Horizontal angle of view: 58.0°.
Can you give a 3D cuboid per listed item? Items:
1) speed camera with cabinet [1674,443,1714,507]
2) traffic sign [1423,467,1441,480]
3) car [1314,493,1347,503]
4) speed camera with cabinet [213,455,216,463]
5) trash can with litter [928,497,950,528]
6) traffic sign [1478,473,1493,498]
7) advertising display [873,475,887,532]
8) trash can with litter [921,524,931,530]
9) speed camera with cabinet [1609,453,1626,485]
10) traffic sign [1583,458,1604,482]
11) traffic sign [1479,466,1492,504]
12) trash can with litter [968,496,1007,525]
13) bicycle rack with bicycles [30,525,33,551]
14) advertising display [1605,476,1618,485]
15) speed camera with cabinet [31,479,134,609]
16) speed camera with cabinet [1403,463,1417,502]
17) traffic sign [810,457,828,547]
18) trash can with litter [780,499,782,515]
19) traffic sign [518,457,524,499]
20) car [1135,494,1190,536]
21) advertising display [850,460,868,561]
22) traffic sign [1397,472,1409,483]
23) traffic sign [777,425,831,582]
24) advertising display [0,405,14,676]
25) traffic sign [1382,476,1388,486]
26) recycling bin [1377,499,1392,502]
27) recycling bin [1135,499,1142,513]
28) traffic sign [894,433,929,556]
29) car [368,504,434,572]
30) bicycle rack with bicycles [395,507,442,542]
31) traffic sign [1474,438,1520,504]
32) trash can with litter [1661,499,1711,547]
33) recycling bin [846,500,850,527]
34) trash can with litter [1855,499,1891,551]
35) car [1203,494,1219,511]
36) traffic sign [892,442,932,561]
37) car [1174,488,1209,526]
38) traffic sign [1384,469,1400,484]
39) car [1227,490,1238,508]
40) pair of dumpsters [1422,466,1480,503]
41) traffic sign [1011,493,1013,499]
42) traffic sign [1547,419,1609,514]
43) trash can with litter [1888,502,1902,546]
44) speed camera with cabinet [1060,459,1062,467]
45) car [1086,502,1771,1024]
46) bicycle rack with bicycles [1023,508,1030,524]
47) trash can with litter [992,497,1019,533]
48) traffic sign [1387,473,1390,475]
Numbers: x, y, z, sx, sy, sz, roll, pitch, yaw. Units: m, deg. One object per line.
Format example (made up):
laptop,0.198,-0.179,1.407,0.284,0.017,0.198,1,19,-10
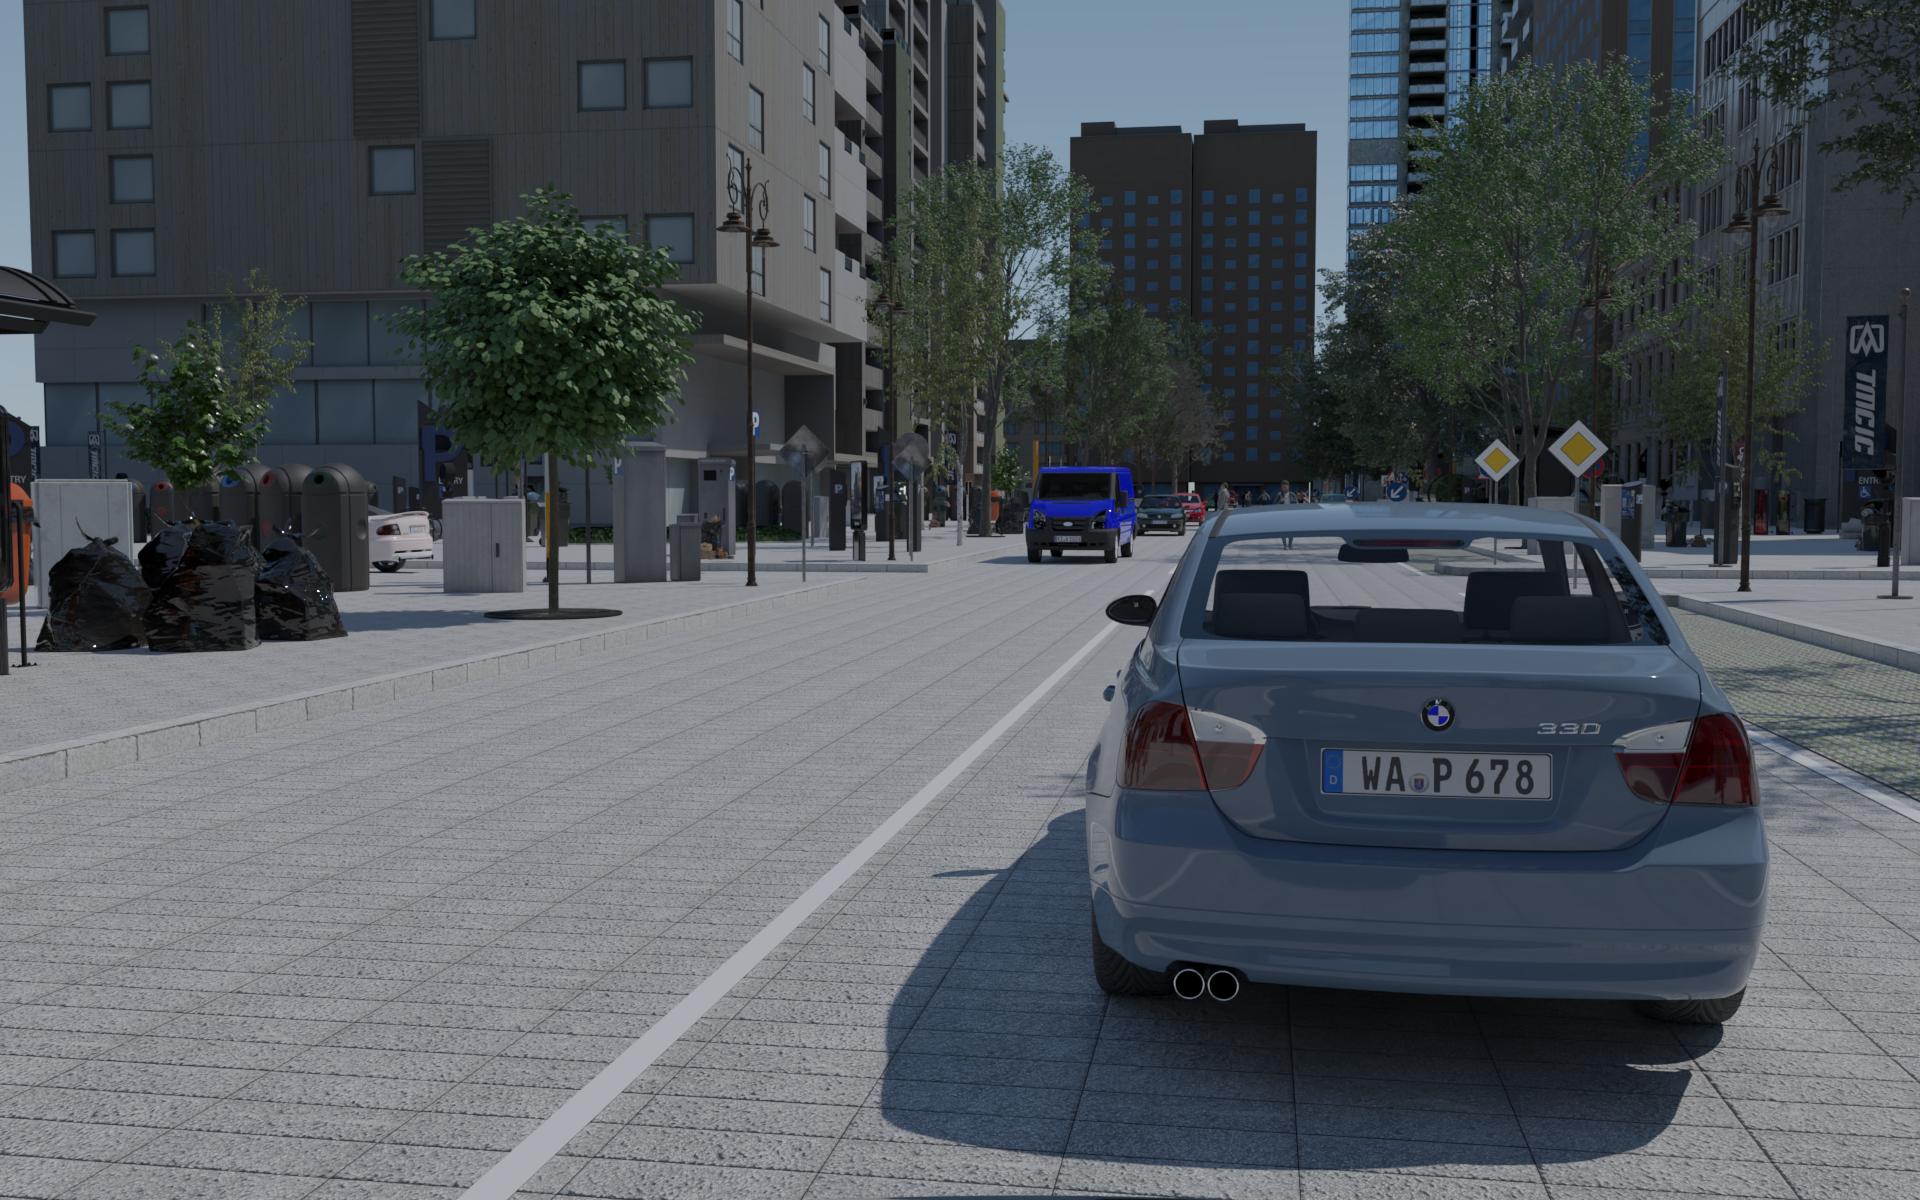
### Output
speed camera with cabinet,28.365,-4.386,66.044,2.038,3.252,0.660,0,4,-2
traffic sign,21.155,-4.744,77.674,0.768,2.556,0.104,1,4,14
car,20.326,-5.235,94.388,1.959,1.807,4.718,1,4,10
speed camera with cabinet,-24.070,-3.879,57.759,2.038,3.252,0.660,0,4,-1
trash can with litter,-0.816,-3.361,66.341,0.624,1.170,1.055,1,4,17
traffic sign,19.954,-4.010,65.567,0.884,2.594,0.081,1,4,13
advertising display,-2.711,-3.272,58.708,0.123,1.923,0.974,-2,4,-25
trash can with litter,-1.495,-3.125,62.156,1.678,1.210,2.233,0,4,2
speed camera with cabinet,30.603,-5.371,82.150,2.038,3.252,0.660,-2,4,-24
traffic sign,19.868,-3.333,54.598,0.768,2.556,0.104,1,4,13
traffic sign,16.949,-3.377,55.316,0.768,2.556,0.104,1,4,18
trash can with litter,1.410,-3.662,70.934,2.233,1.210,1.678,2,4,30
bicycle rack with bicycles,-21.046,-1.560,38.888,2.852,0.926,2.925,0,4,-4
advertising display,23.376,-3.485,62.192,0.123,1.923,0.974,3,5,40
speed camera with cabinet,-10.416,-1.530,19.351,2.038,3.252,0.660,-2,4,-32
speed camera with cabinet,26.408,-6.586,102.012,2.038,3.252,0.660,-3,5,-40
traffic sign,-3.606,-2.576,42.217,0.768,2.556,0.104,1,4,14
trash can with litter,-6.229,-2.746,56.283,0.624,1.170,1.055,3,5,41
traffic sign,-6.487,-1.557,25.570,0.768,2.556,0.104,1,4,15
car,7.023,-3.103,60.513,2.009,1.686,4.222,1,4,8
advertising display,-1.949,-1.723,33.382,0.123,1.923,0.974,-1,4,-16
traffic sign,24.954,-5.980,97.877,0.768,2.556,0.104,1,4,17
traffic sign,-2.271,-1.318,25.194,0.795,2.450,0.064,1,4,10
advertising display,-7.195,-0.425,12.169,0.974,1.923,0.123,0,4,-8
traffic sign,23.388,-5.675,94.923,0.606,2.300,0.079,1,4,14
recycling bin,20.690,-4.370,84.000,0.722,1.027,0.722,2,4,33
recycling bin,10.008,-5.197,97.525,0.722,1.027,0.722,0,4,8
traffic sign,-1.020,-2.191,35.922,0.768,2.556,0.104,1,4,11
car,-12.016,-1.168,31.467,4.827,1.381,2.083,1,4,11
bicycle rack with bicycles,-15.153,-2.015,46.325,2.852,0.926,2.925,3,5,40
traffic sign,9.666,-1.688,31.235,0.795,2.450,0.064,1,4,10
trash can with litter,17.560,-1.866,41.890,1.055,1.170,0.624,0,4,5
recycling bin,-4.419,-3.436,68.733,0.722,1.027,0.722,0,4,7
trash can with litter,20.464,-1.691,39.037,0.624,1.170,1.055,0,4,7
car,21.649,-8.440,146.795,1.959,1.807,4.718,1,4,11
traffic sign,-0.921,-1.800,33.065,0.795,2.450,0.064,1,4,10
car,10.159,-4.239,78.344,2.155,1.783,4.494,1,4,9
traffic sign,22.862,-5.604,91.623,0.884,2.594,0.081,1,4,13
car,27.689,-10.448,179.498,2.281,1.827,5.304,1,4,12
pair of dumpsters,17.367,-3.594,61.258,1.574,2.255,4.437,1,4,10
traffic sign,2.516,-5.117,83.767,0.768,2.556,0.104,1,4,10
traffic sign,8.316,-1.206,23.364,0.795,2.450,0.064,1,4,10
trash can with litter,22.387,-1.799,40.795,1.055,1.170,0.624,-3,5,-43
speed camera with cabinet,5.612,-6.436,99.571,0.660,3.252,2.038,0,4,3
car,1.469,0.362,6.092,2.014,1.417,4.499,1,4,10
bicycle rack with bicycles,3.151,-3.673,73.434,2.852,0.926,2.925,-2,4,-28
trash can with litter,1.500,-2.833,57.711,1.055,1.170,0.624,-2,4,-26
traffic sign,26.136,-6.412,104.948,0.768,2.556,0.104,1,4,15
